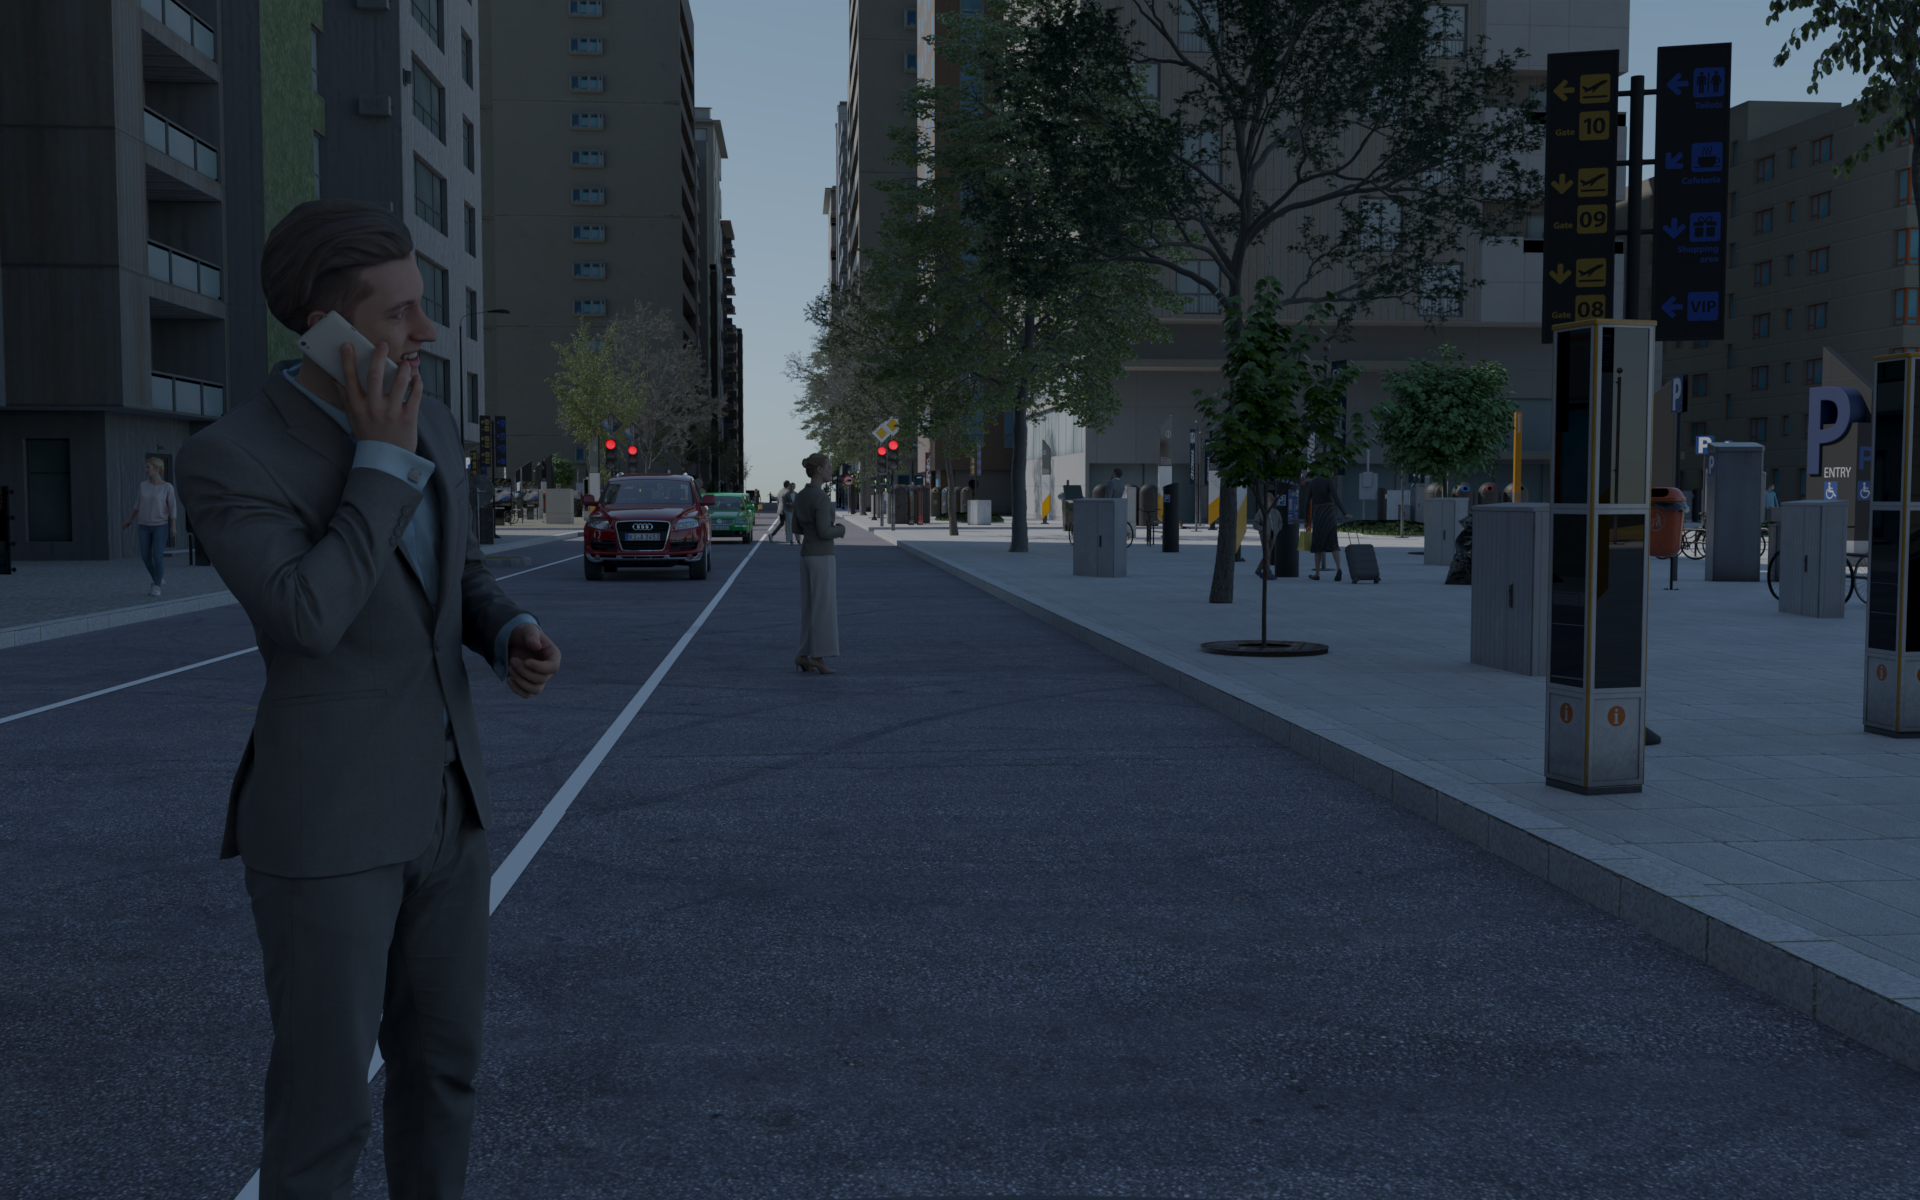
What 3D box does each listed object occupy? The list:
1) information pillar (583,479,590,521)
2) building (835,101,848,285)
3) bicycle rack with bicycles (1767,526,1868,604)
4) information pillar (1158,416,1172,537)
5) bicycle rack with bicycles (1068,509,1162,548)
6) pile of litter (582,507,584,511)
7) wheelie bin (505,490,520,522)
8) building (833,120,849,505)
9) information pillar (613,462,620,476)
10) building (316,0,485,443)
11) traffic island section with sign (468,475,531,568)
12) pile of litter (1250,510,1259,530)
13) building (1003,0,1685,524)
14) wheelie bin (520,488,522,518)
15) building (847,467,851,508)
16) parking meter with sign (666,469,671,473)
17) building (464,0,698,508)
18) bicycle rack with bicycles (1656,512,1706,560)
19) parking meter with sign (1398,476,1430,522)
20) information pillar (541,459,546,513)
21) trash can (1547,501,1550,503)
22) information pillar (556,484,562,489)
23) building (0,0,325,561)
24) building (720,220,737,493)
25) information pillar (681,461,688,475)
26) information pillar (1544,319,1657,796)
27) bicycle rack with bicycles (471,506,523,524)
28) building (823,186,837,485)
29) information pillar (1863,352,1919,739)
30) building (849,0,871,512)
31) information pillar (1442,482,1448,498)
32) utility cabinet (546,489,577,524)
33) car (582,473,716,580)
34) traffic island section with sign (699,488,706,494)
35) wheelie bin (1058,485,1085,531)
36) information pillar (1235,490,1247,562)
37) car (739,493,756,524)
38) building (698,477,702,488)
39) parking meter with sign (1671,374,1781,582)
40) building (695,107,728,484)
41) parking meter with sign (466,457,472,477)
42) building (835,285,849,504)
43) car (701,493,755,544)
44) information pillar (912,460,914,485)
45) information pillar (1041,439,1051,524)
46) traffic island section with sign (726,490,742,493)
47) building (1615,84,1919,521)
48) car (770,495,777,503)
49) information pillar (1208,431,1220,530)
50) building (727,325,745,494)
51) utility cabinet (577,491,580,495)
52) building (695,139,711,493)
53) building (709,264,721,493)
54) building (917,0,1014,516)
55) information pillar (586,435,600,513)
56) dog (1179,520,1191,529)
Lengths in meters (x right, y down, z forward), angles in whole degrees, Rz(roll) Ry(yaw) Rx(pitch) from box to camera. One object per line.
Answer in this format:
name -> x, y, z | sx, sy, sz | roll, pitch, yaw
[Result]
information pillar -> -17.899, -4.820, 83.294 | 0.304, 2.012, 0.304 | 1, 4, 17
building -> -8.078, -43.978, 261.032 | 21.231, 58.520, 28.212 | 0, 4, -5
bicycle rack with bicycles -> 10.879, -0.372, 19.461 | 2.852, 0.926, 2.925 | 0, 4, -2
information pillar -> 6.120, -3.687, 51.630 | 0.504, 3.616, 0.183 | -2, 4, -34
bicycle rack with bicycles -> 3.991, -1.776, 42.422 | 2.852, 0.926, 2.925 | 0, 4, -6
pile of litter -> -27.826, -7.036, 129.008 | 1.719, 0.858, 1.176 | 0, 4, -6
wheelie bin -> -20.783, -4.348, 78.996 | 0.693, 1.594, 0.980 | 1, 4, 20
building -> -2.878, -35.720, 203.628 | 23.786, 49.044, 30.456 | 0, 4, -5
information pillar -> -25.016, -8.253, 126.290 | 0.504, 3.616, 0.183 | 1, 4, 16
building -> -21.356, -16.952, 48.874 | 14.107, 30.474, 14.160 | 0, 4, -5
traffic island section with sign -> -9.647, -1.586, 34.561 | 1.989, 1.847, 2.006 | 0, 4, -5
pile of litter -> 11.138, -2.938, 61.997 | 1.176, 0.858, 1.719 | -1, 4, -17
building -> 16.586, -30.369, 85.778 | 27.495, 52.752, 28.713 | 0, 4, -5
wheelie bin -> -23.347, -5.177, 92.555 | 0.693, 1.594, 0.980 | 1, 4, 20
building -> 0.296, -43.856, 155.291 | 20.563, 71.187, 20.611 | 0, 4, -5
parking meter with sign -> -21.430, -7.747, 122.922 | 1.738, 3.016, 0.543 | 1, 4, 18
building -> -34.414, -32.268, 151.284 | 21.300, 48.544, 21.600 | 0, 4, -5
bicycle rack with bicycles -> 14.680, -1.271, 34.160 | 2.852, 0.926, 2.925 | -2, 4, -26
parking meter with sign -> 18.682, -4.538, 70.451 | 1.738, 3.016, 0.543 | -1, 4, -19
information pillar -> -28.058, -7.667, 116.711 | 0.183, 3.616, 0.504 | 2, 4, 24
trash can -> 11.761, -1.341, 33.576 | 0.748, 1.137, 0.748 | 0, 3, 0
information pillar -> -29.006, -7.394, 125.387 | 0.304, 2.012, 0.304 | 1, 4, 13
building -> -21.994, -21.468, 34.602 | 14.154, 41.232, 14.086 | 0, 4, -5
building -> -45.909, -37.483, 267.476 | 22.147, 44.769, 28.867 | 0, 4, -5
information pillar -> -19.592, -8.058, 123.104 | 0.504, 3.616, 0.183 | -1, 4, -20
information pillar -> 2.755, -0.182, 7.474 | 0.304, 2.012, 0.304 | -1, 4, -17
bicycle rack with bicycles -> -19.999, -3.722, 74.230 | 2.925, 0.926, 2.852 | 2, 4, 28
building -> -8.243, -42.817, 289.291 | 28.713, 52.752, 27.495 | 0, 4, -5
information pillar -> 5.036, -0.286, 9.168 | 0.304, 2.012, 0.304 | 0, 4, -6
building -> 2.509, -31.156, 133.097 | 21.300, 48.544, 21.600 | 0, 4, -5
information pillar -> 16.687, -4.172, 59.559 | 0.183, 3.616, 0.504 | 0, 4, 4
utility cabinet -> -16.913, -3.948, 73.230 | 1.173, 1.500, 0.318 | 1, 4, 18
car -> -5.440, -1.338, 30.550 | 2.281, 1.827, 5.304 | 0, 4, -7
traffic island section with sign -> -17.414, -6.621, 116.884 | 1.989, 1.847, 2.006 | 0, 4, -5
wheelie bin -> 3.835, -3.171, 59.754 | 0.980, 1.594, 0.693 | -1, 4, -10
information pillar -> 5.305, -2.537, 32.832 | 0.183, 3.616, 0.504 | 2, 4, 33
car -> -10.424, -4.372, 80.286 | 1.959, 1.807, 4.718 | 0, 4, -5
building -> -42.631, -29.505, 174.293 | 32.217, 40.220, 23.993 | 0, 4, -5
parking meter with sign -> 11.390, -1.783, 25.413 | 1.738, 3.016, 0.543 | 0, 4, 7
building -> -46.712, -39.735, 238.904 | 28.713, 52.752, 27.495 | 0, 4, -5
parking meter with sign -> -23.934, -5.224, 81.680 | 1.738, 3.016, 0.543 | -3, 4, -38
building -> -10.339, -28.648, 240.093 | 14.160, 30.474, 14.107 | 0, 4, -5
car -> -7.052, -2.599, 51.293 | 1.959, 1.807, 4.718 | 0, 4, -6
information pillar -> -3.258, -7.855, 119.776 | 0.183, 3.616, 0.504 | 0, 4, 6
information pillar -> 3.691, -5.061, 74.109 | 0.183, 3.616, 0.504 | -3, 5, -39
traffic island section with sign -> -22.179, -9.711, 167.403 | 1.989, 1.847, 2.006 | 0, 4, -5
building -> 52.831, -14.855, 87.918 | 28.899, 21.520, 27.650 | 0, 4, -5
car -> -31.128, -17.083, 291.886 | 1.945, 1.354, 3.894 | 0, 4, -4
information pillar -> 9.047, -4.282, 61.370 | 0.504, 3.616, 0.183 | 0, 4, 6
building -> -43.467, -31.681, 289.683 | 14.160, 30.474, 14.107 | 0, 4, -5
utility cabinet -> -25.617, -6.558, 115.898 | 0.318, 1.500, 1.173 | 0, 4, -5
building -> -35.415, -31.219, 194.028 | 14.154, 41.232, 14.086 | 0, 4, -5
building -> -36.327, -26.710, 208.403 | 14.160, 30.474, 14.107 | 0, 4, -5
building -> 4.741, -27.971, 107.439 | 14.600, 45.320, 14.200 | 0, 4, -5
information pillar -> -14.409, -4.711, 68.385 | 0.504, 3.616, 0.183 | 2, 4, 31
dog -> 8.806, -2.908, 67.733 | 0.748, 0.427, 0.550 | 2, 4, 24
